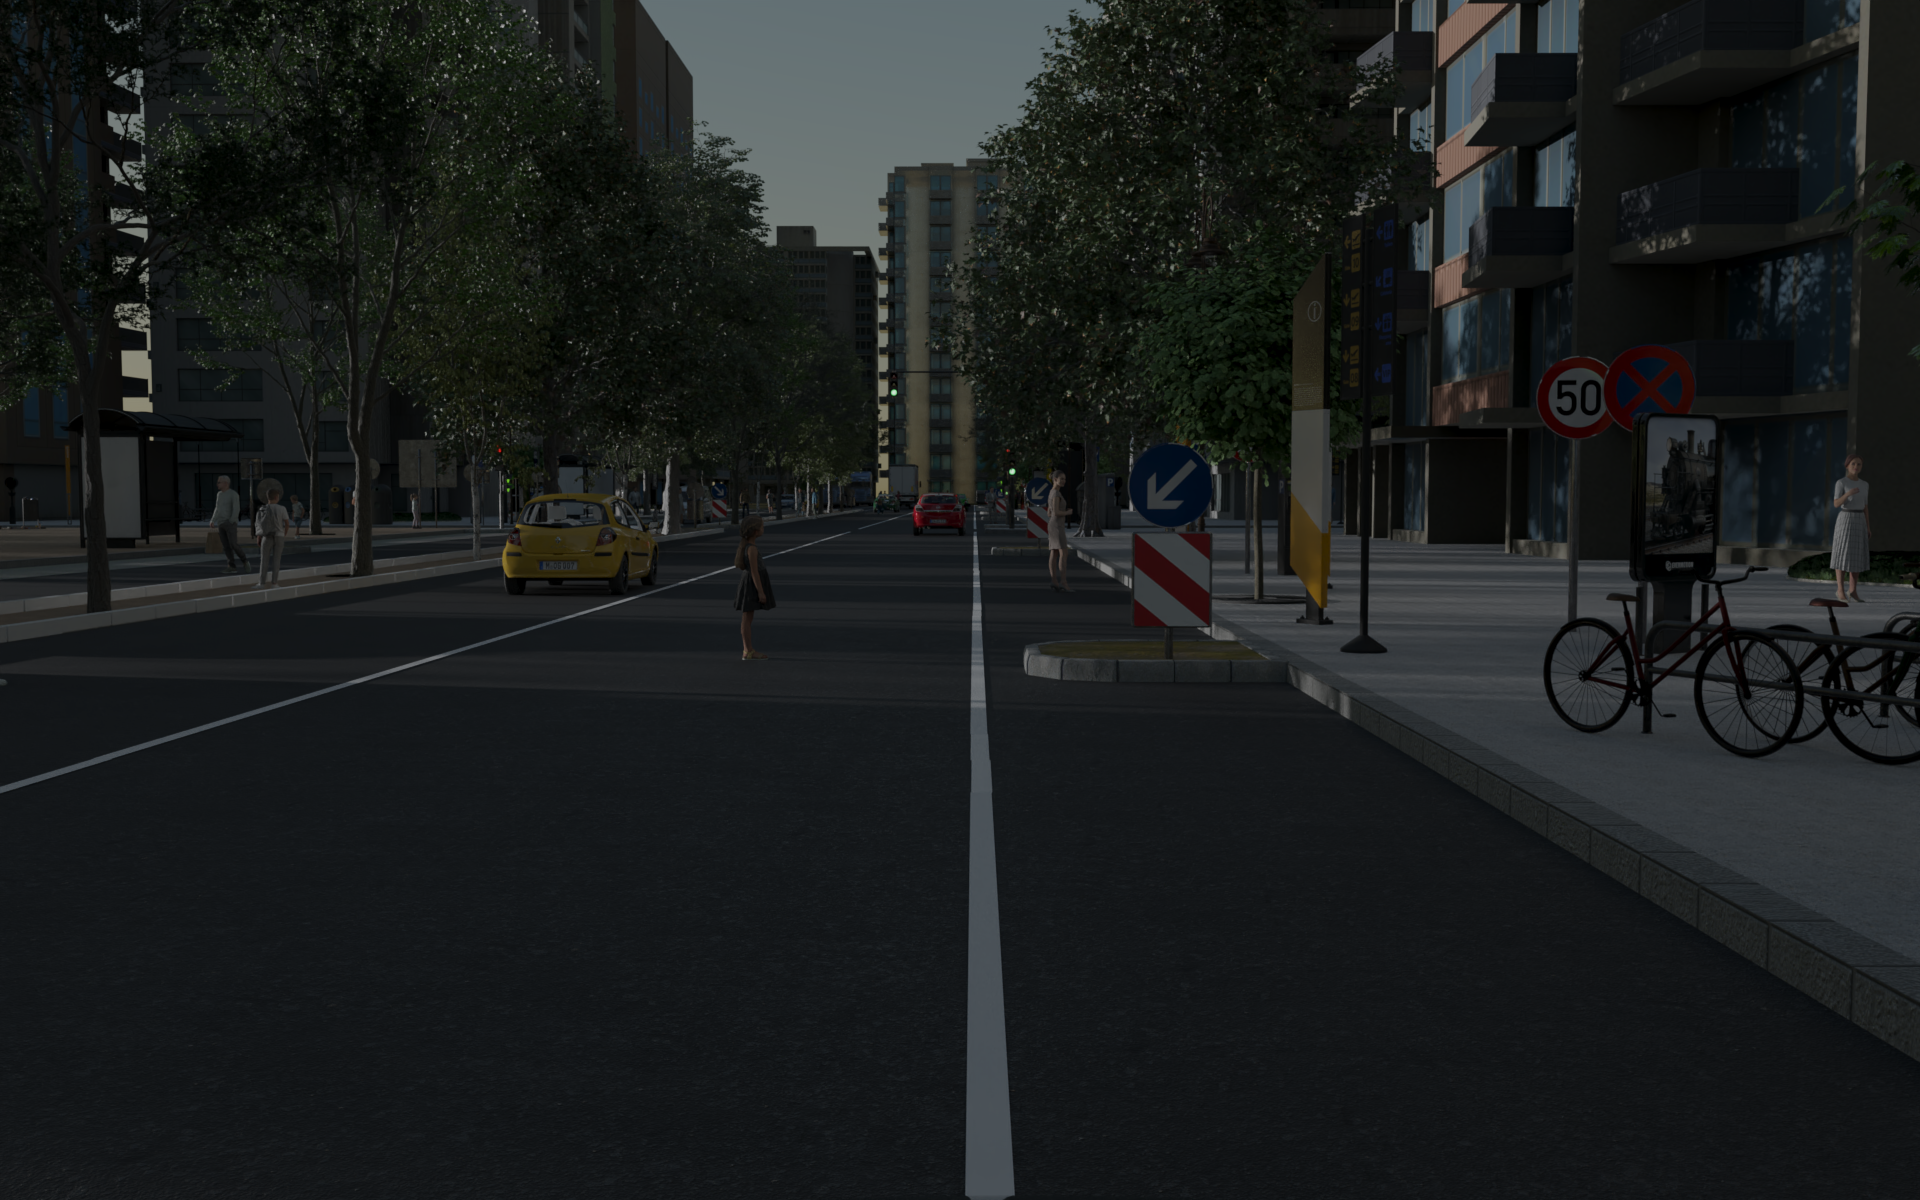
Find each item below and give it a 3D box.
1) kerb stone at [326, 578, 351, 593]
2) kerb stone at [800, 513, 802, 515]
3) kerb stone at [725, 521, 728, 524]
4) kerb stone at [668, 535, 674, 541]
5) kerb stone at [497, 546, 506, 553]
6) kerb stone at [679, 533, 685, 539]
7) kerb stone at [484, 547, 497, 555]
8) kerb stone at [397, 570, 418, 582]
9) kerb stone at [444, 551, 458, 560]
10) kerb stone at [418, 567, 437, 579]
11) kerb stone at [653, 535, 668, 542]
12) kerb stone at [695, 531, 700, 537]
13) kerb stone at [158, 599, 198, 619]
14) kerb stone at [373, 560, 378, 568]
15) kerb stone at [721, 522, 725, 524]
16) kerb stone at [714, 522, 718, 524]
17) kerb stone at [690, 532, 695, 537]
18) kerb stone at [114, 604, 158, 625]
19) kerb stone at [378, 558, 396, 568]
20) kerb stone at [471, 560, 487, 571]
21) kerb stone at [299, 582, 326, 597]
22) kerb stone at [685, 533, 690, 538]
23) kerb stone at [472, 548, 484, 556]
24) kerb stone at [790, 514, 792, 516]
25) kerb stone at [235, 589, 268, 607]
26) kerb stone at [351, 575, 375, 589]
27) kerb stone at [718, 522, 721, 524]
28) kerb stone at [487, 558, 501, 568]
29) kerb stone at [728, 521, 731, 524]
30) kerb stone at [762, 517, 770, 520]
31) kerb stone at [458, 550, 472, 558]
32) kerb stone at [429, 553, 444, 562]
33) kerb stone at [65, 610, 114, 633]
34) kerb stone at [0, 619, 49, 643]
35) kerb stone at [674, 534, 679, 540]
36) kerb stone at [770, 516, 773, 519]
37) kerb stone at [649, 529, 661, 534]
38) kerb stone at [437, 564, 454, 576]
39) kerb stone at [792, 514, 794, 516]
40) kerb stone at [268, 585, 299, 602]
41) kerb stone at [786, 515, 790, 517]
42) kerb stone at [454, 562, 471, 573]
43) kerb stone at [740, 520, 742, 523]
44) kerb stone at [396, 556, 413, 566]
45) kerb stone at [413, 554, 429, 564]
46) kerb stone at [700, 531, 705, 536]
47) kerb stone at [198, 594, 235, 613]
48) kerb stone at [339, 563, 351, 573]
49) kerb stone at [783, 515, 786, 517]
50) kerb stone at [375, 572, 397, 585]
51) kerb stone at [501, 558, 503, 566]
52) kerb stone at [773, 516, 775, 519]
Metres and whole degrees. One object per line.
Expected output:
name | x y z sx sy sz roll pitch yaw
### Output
kerb stone | -9.237 -0.202 25.495 0.120 0.150 1.000 0 4 0
kerb stone | -10.609 -5.565 113.225 0.120 0.150 1.000 0 4 0
kerb stone | -10.888 -3.491 79.387 0.120 0.150 1.000 0 4 0
kerb stone | -9.006 -1.885 53.133 0.120 0.150 1.000 0 4 0
kerb stone | -11.196 -1.208 41.939 0.120 0.150 1.000 0 4 0
kerb stone | -8.988 -2.017 55.178 0.120 0.150 1.000 0 4 0
kerb stone | -11.206 -1.141 40.918 0.120 0.150 1.000 0 4 0
kerb stone | -9.206 -0.389 28.562 0.120 0.150 1.000 0 4 0
kerb stone | -11.231 -0.957 37.842 0.120 0.150 1.000 0 4 0
kerb stone | -9.199 -0.446 29.584 0.120 0.150 1.000 0 4 0
kerb stone | -9.012 -1.829 52.100 0.120 0.150 1.000 0 4 0
kerb stone | -8.961 -2.204 58.255 0.120 0.150 1.000 0 4 0
kerb stone | -9.279 0.111 20.374 0.120 0.150 1.000 0 4 0
kerb stone | -11.271 -0.644 32.726 0.120 0.150 1.000 0 4 0
kerb stone | -10.895 -3.435 78.365 0.120 0.150 1.000 0 4 0
kerb stone | -10.913 -3.308 76.317 0.120 0.150 1.000 0 4 0
kerb stone | -8.971 -2.138 57.228 0.120 0.150 1.000 0 4 0
kerb stone | -9.285 0.176 19.353 0.120 0.150 1.000 0 4 0
kerb stone | -11.273 -0.707 33.748 0.120 0.150 1.000 0 4 0
kerb stone | -9.173 -0.640 32.652 0.120 0.150 1.000 0 4 0
kerb stone | -9.243 -0.139 24.473 0.120 0.150 1.000 0 4 0
kerb stone | -8.980 -2.074 56.204 0.120 0.150 1.000 0 4 0
kerb stone | -11.218 -1.078 39.896 0.120 0.150 1.000 0 4 0
kerb stone | -10.654 -5.191 107.074 0.120 0.150 1.000 0 4 0
kerb stone | -9.255 -0.013 22.426 0.120 0.150 1.000 0 4 0
kerb stone | -9.225 -0.264 26.518 0.120 0.150 1.000 0 4 0
kerb stone | -10.906 -3.372 77.340 0.120 0.150 1.000 0 4 0
kerb stone | -9.173 -0.700 33.675 0.120 0.150 1.000 0 4 0
kerb stone | -10.876 -3.561 80.411 0.120 0.150 1.000 0 4 0
kerb stone | -10.753 -4.502 95.806 0.120 0.150 1.000 0 4 0
kerb stone | -11.224 -1.019 38.864 0.120 0.150 1.000 0 4 0
kerb stone | -11.243 -0.894 36.820 0.120 0.150 1.000 0 4 0
kerb stone | -9.296 0.237 18.331 0.120 0.150 1.000 0 4 0
kerb stone | -9.294 0.299 17.309 0.120 0.150 1.000 0 4 0
kerb stone | -9.004 -1.955 54.156 0.120 0.150 1.000 0 4 0
kerb stone | -10.740 -4.565 96.828 0.120 0.150 1.000 0 4 0
kerb stone | -11.026 -2.462 62.452 0.120 0.150 1.000 0 4 0
kerb stone | -9.189 -0.514 30.606 0.120 0.150 1.000 0 4 0
kerb stone | -10.652 -5.254 108.097 0.120 0.150 1.000 0 4 0
kerb stone | -9.246 -0.077 23.448 0.120 0.150 1.000 0 4 0
kerb stone | -10.663 -5.129 106.052 0.120 0.150 1.000 0 4 0
kerb stone | -9.178 -0.577 31.628 0.120 0.150 1.000 0 4 0
kerb stone | -10.835 -3.938 86.580 0.120 0.150 1.000 0 4 0
kerb stone | -11.259 -0.767 34.777 0.120 0.150 1.000 0 4 0
kerb stone | -11.250 -0.827 35.799 0.120 0.150 1.000 0 4 0
kerb stone | -8.954 -2.266 59.277 0.120 0.150 1.000 0 4 0
kerb stone | -9.265 0.048 21.404 0.120 0.150 1.000 0 4 0
kerb stone | -11.280 -0.582 31.704 0.120 0.150 1.000 0 4 0
kerb stone | -10.687 -5.003 104.008 0.120 0.150 1.000 0 4 0
kerb stone | -9.216 -0.327 27.540 0.120 0.150 1.000 0 4 0
kerb stone | -9.160 -0.765 34.699 0.120 0.150 1.000 0 4 0
kerb stone | -10.739 -4.627 97.850 0.120 0.150 1.000 0 4 0
